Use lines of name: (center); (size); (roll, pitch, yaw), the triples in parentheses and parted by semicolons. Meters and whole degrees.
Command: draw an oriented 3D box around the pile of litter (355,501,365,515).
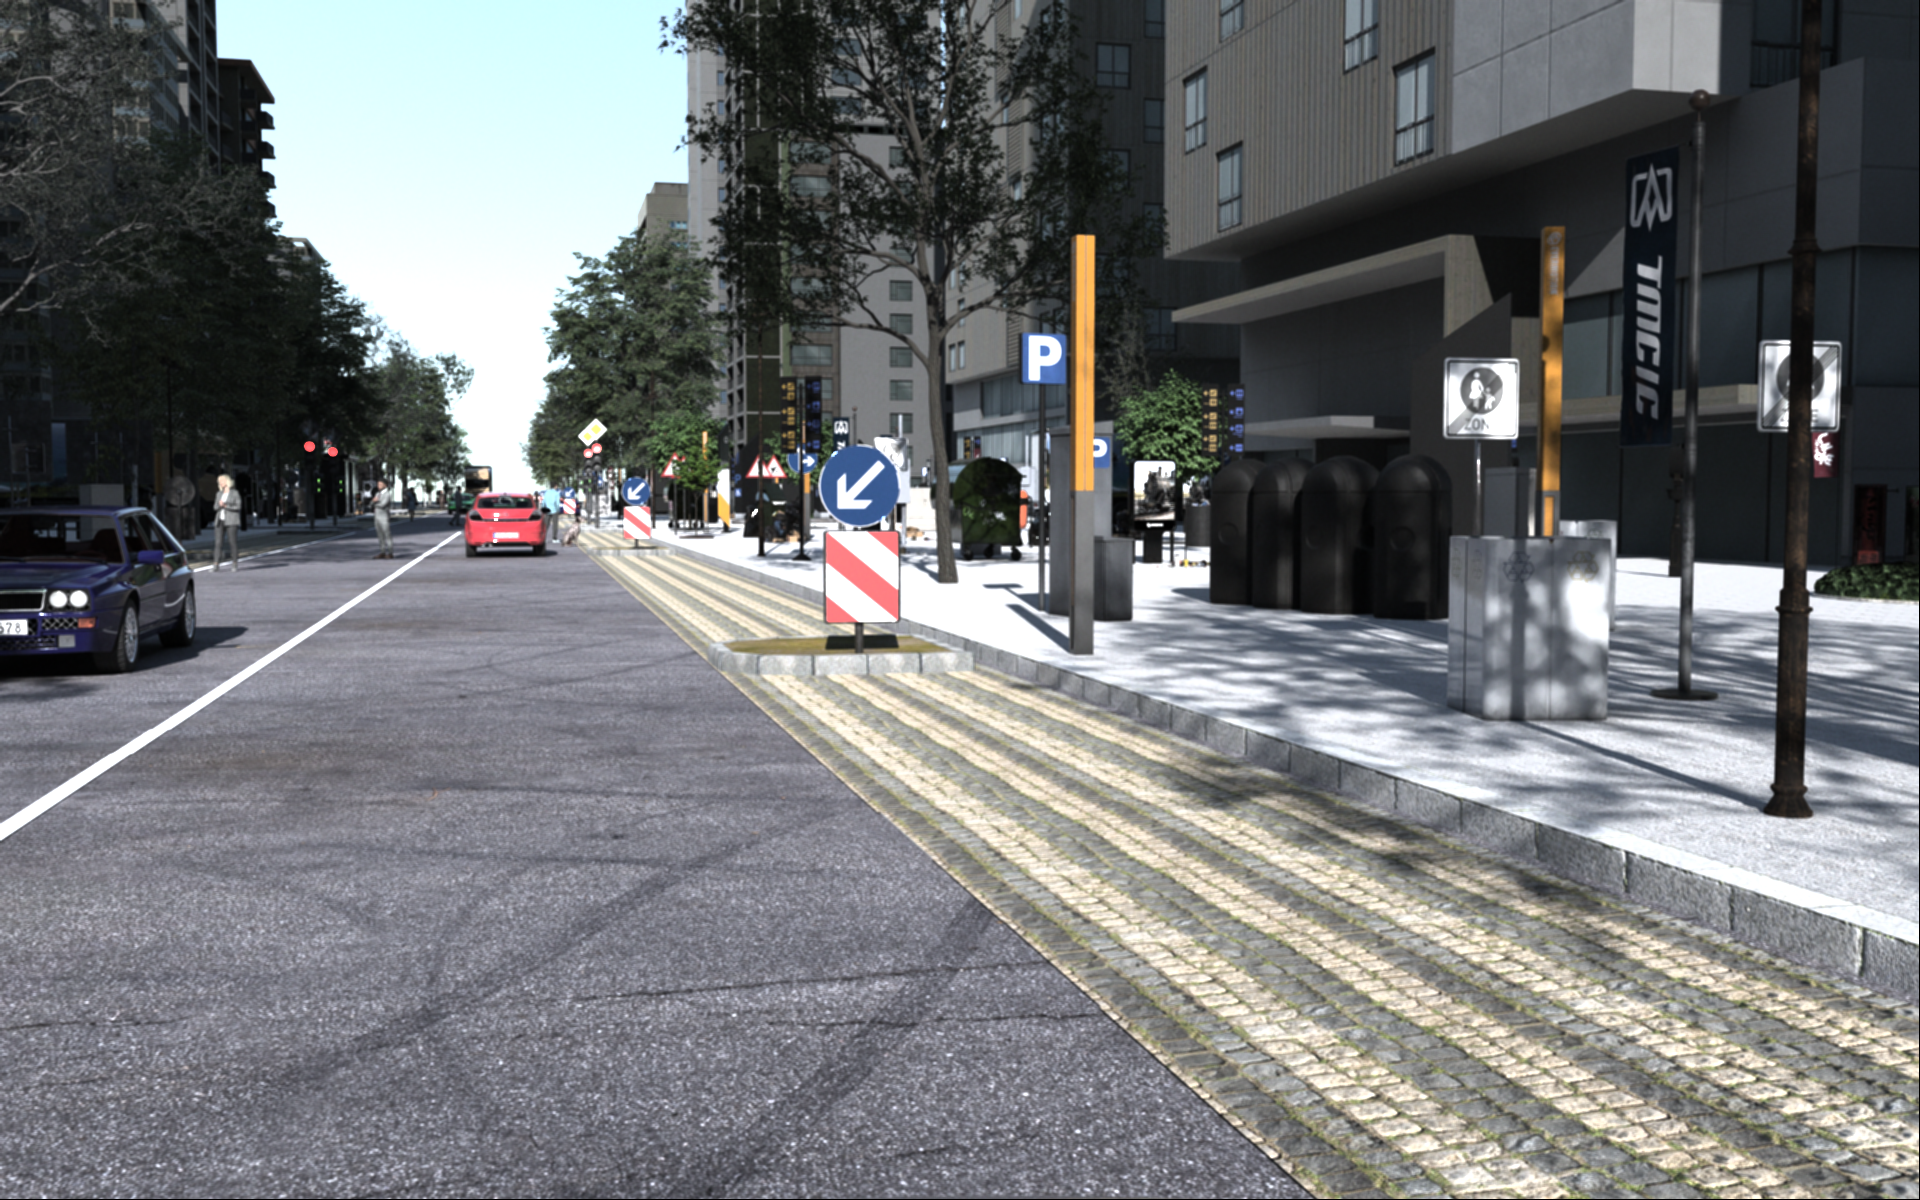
pile of litter: (-37.994, -5.808, 108.927); (1.176, 0.858, 1.719); (-2, 4, -26)

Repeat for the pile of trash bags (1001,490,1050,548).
pile of trash bags: (1.616, -2.024, 42.839); (1.912, 1.369, 3.447); (0, 4, 6)

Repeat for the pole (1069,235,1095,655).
pole: (0.971, -1.219, 13.779); (0.158, 3.312, 0.155); (0, 3, 0)

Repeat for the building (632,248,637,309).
building: (-43.468, -38.968, 291.747); (22.147, 44.769, 28.867); (-1, 4, -14)

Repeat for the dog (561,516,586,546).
dog: (-10.782, -1.892, 47.772); (0.800, 0.831, 0.513); (2, 4, 32)

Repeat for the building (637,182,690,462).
building: (-37.896, -39.284, 265.990); (21.300, 48.544, 21.600); (-1, 4, -14)

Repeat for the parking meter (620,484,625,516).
parking meter: (-19.877, -5.878, 101.815); (0.255, 1.863, 0.399); (1, 4, 14)

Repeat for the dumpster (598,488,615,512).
dumpster: (-25.941, -7.422, 127.111); (1.264, 1.857, 1.865); (-1, 4, -14)

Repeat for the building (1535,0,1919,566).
building: (22.573, -27.820, 44.104); (28.713, 52.752, 27.495); (-1, 4, -14)

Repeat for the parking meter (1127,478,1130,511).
parking meter: (5.373, -2.920, 53.451); (0.255, 1.863, 0.399); (-2, 4, -32)

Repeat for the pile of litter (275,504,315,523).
pile of litter: (-29.569, -3.858, 77.041); (1.719, 0.858, 1.176); (-1, 4, -18)

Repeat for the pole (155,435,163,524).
pole: (-27.697, -4.039, 59.881); (0.158, 3.312, 0.155); (0, 3, 0)

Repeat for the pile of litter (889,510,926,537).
pile of litter: (-1.571, -2.319, 51.886); (1.176, 0.858, 1.719); (1, 4, 23)

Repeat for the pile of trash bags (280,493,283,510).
pile of trash bags: (-49.461, -7.116, 126.092); (1.912, 1.369, 3.447); (-1, 4, -17)

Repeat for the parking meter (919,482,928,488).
parking meter: (-1.826, -4.922, 86.178); (0.399, 1.863, 0.255); (2, 4, 32)

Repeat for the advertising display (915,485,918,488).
advertising display: (-3.030, -7.045, 120.403); (0.123, 1.923, 0.974); (0, 4, 6)

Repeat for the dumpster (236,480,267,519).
dumpster: (-36.410, -5.277, 88.770); (1.502, 2.255, 1.985); (-1, 4, -14)

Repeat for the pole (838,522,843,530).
pole: (-4.292, -4.175, 62.097); (0.158, 3.312, 0.155); (0, 3, 0)

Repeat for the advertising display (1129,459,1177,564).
advertising display: (3.568, -1.639, 32.005); (0.974, 1.923, 0.123); (-2, 4, -28)

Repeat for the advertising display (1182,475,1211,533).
advertising display: (7.737, -3.152, 56.742); (0.974, 1.923, 0.123); (2, 4, 32)

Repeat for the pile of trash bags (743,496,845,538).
pile of trash bags: (-4.879, -2.568, 51.737); (3.447, 1.369, 1.912); (0, 4, 6)

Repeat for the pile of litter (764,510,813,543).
pile of litter: (-4.609, -1.984, 46.410); (1.719, 0.858, 1.176); (-3, 5, -40)

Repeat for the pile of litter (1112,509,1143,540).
pile of litter: (4.645, -2.128, 48.761); (1.719, 0.858, 1.176); (1, 4, 19)

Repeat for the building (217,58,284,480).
building: (-79.457, -31.499, 169.633); (22.147, 44.769, 28.867); (-1, 4, -14)

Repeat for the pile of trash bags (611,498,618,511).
pile of trash bags: (-26.668, -7.334, 129.656); (1.912, 1.369, 3.447); (2, 4, 32)

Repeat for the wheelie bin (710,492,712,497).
wheelie bin: (-17.049, -6.630, 116.303); (0.693, 1.594, 0.980); (-2, 4, -35)

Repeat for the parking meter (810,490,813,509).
parking meter: (-9.785, -6.520, 115.020); (0.372, 1.533, 0.369); (0, 3, 0)

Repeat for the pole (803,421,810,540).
pole: (-4.280, -3.324, 48.195); (0.158, 3.312, 0.155); (0, 3, 0)

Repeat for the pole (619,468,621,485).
pole: (-23.835, -7.790, 121.217); (0.158, 3.312, 0.155); (0, 3, 0)

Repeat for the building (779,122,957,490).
building: (-7.569, -22.449, 138.743); (14.160, 30.474, 14.107); (-1, 4, -14)

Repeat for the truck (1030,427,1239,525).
truck: (8.786, -5.272, 75.103); (11.283, 4.237, 2.839); (-1, 4, -13)

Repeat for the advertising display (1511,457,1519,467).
advertising display: (9.636, -1.552, 30.588); (0.123, 1.923, 0.974); (0, 4, -1)

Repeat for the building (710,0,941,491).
building: (-14.224, -44.893, 172.258); (20.563, 71.187, 20.611); (-1, 4, -14)

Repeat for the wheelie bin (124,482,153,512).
wheelie bin: (-21.700, -2.318, 45.814); (0.693, 1.594, 0.980); (-2, 4, -28)

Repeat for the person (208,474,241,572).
person: (-13.574, -1.429, 32.048); (0.537, 1.800, 0.526); (1, 4, 16)

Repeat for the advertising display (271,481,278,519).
advertising display: (-38.023, -5.561, 96.136); (0.123, 1.923, 0.974); (-2, 4, -33)

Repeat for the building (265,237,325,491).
building: (-102.392, -33.598, 241.207); (32.217, 40.220, 23.993); (-1, 4, -14)

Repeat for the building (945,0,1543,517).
building: (14.862, -31.563, 105.295); (27.495, 52.752, 28.713); (-1, 4, -14)

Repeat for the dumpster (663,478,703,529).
dumpster: (-10.254, -3.810, 64.787); (1.502, 2.255, 1.985); (-1, 4, -14)

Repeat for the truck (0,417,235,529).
truck: (-32.326, -4.611, 64.299); (11.283, 4.237, 2.839); (-1, 4, -15)

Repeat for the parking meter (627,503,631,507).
parking meter: (-21.926, -6.522, 115.042); (0.372, 1.533, 0.369); (0, 3, 0)

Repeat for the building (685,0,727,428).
building: (-20.244, -40.053, 196.871); (21.231, 58.520, 28.212); (-1, 4, -14)

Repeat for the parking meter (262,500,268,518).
parking meter: (-38.633, -5.532, 96.165); (0.399, 1.863, 0.255); (1, 4, 13)

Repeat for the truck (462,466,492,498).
truck: (-48.231, -11.290, 173.498); (2.839, 4.237, 11.283); (-1, 4, -14)

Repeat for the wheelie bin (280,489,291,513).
wheelie bin: (-44.610, -6.536, 114.777); (0.980, 1.594, 0.693); (-1, 4, -15)

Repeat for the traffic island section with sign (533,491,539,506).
traffic island section with sign: (-40.516, -9.824, 169.254); (1.989, 1.847, 2.006); (-1, 4, -14)

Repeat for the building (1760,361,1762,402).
building: (43.952, -25.962, 108.066); (14.086, 41.232, 14.154); (-1, 4, -14)

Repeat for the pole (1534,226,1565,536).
pole: (4.535, -1.193, 13.342); (0.158, 3.312, 0.155); (0, 3, 0)

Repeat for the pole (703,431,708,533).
pole: (-8.301, -3.831, 56.486); (0.158, 3.312, 0.155); (0, 3, 0)

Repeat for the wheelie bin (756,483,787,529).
wheelie bin: (-5.443, -2.554, 49.674); (0.693, 1.594, 0.980); (3, 4, 38)

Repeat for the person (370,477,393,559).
person: (-12.866, -1.820, 38.445); (0.511, 1.800, 0.466); (2, 4, 24)

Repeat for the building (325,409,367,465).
building: (-107.467, -25.883, 268.233); (27.650, 21.520, 28.899); (-1, 4, -14)

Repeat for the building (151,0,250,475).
building: (-71.458, -43.230, 145.058); (20.563, 71.187, 20.611); (-1, 4, -14)

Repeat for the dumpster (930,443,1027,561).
dumpster: (0.362, -1.917, 33.841); (1.502, 2.255, 1.985); (-1, 4, -14)

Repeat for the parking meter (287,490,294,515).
parking meter: (-37.953, -5.490, 98.166); (0.372, 1.533, 0.369); (0, 3, 0)

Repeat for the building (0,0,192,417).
building: (-69.315, -26.334, 122.443); (32.217, 40.220, 23.993); (-1, 4, -14)

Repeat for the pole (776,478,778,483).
pole: (-10.798, -6.626, 102.184); (0.158, 3.312, 0.155); (0, 3, 0)
